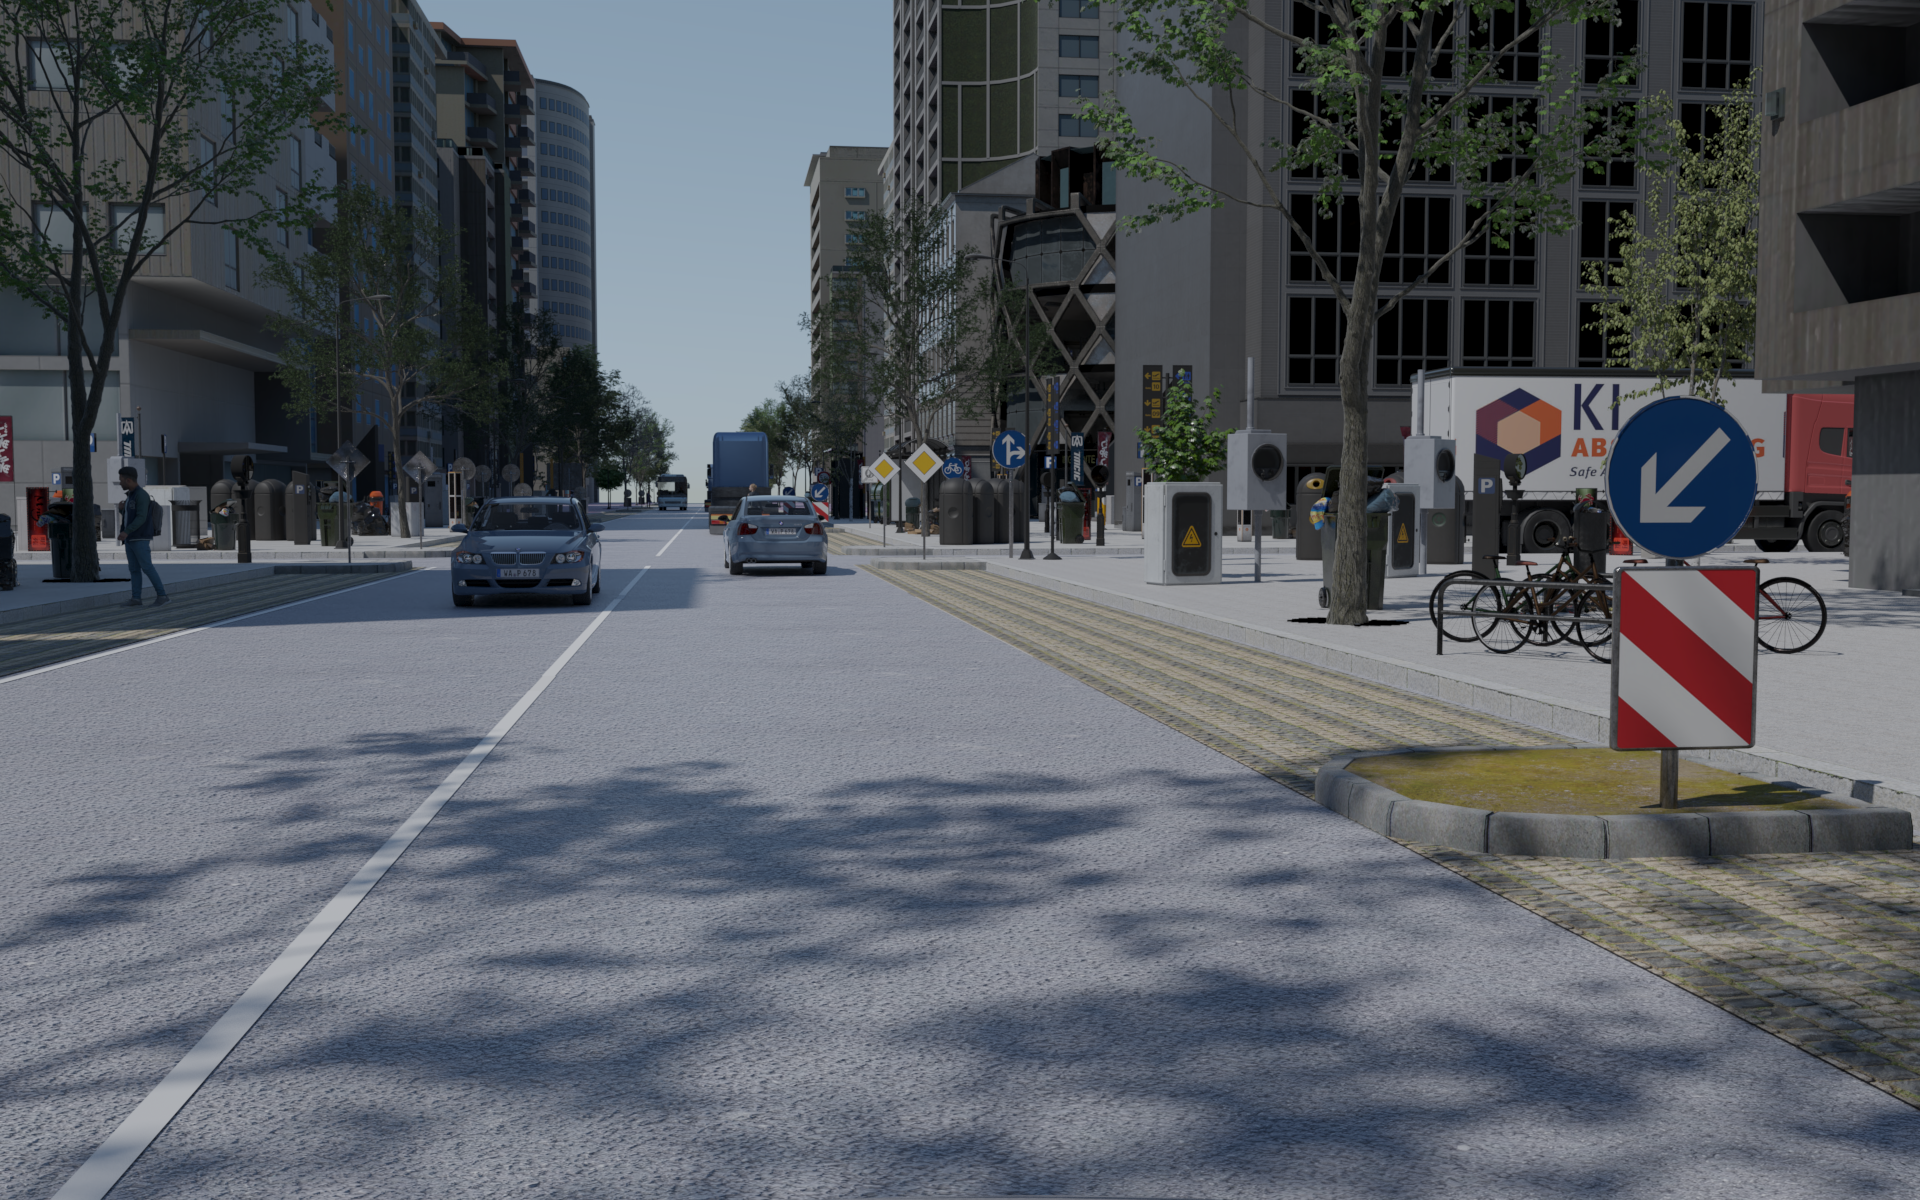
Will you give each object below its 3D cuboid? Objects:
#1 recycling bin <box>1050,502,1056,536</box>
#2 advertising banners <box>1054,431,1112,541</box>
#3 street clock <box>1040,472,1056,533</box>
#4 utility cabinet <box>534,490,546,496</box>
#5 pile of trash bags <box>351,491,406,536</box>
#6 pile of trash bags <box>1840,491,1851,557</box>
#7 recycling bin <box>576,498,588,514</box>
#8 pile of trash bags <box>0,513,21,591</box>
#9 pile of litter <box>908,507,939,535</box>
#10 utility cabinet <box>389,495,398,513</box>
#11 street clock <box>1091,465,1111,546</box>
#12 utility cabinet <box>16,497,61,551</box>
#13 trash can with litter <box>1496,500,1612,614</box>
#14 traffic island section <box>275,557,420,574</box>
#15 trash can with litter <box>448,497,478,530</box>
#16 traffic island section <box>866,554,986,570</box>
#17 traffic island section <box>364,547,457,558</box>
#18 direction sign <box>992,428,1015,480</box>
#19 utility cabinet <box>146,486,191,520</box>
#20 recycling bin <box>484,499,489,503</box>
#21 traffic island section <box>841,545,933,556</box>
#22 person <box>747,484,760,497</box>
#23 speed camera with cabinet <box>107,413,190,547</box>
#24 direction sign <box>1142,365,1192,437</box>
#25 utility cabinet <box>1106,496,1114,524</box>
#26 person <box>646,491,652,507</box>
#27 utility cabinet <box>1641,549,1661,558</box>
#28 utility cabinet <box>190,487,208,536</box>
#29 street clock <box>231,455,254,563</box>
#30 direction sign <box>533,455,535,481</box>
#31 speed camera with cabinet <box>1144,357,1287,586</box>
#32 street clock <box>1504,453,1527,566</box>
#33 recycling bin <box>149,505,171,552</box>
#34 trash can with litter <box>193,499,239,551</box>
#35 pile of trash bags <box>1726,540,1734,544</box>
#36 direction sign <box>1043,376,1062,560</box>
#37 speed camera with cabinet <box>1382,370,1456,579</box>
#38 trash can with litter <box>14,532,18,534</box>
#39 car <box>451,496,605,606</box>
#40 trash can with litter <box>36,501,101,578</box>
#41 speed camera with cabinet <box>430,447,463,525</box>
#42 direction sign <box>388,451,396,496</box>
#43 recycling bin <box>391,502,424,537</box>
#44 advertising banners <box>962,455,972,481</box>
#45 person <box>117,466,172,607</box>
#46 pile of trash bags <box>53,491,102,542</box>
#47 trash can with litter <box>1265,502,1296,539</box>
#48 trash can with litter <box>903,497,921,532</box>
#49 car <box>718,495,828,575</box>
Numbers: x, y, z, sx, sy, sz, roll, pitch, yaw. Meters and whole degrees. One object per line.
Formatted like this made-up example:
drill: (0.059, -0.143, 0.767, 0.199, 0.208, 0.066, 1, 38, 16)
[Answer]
recycling bin: (3.207, -2.459, 52.753, 0.722, 1.027, 0.722, -2, 4, -30)
advertising banners: (3.413, -3.167, 47.961, 2.074, 3.025, 0.090, -3, 4, -36)
street clock: (2.926, -3.240, 57.538, 0.471, 2.002, 0.358, -2, 4, -23)
utility cabinet: (-25.001, -5.759, 102.838, 0.318, 1.500, 1.173, -3, 5, -44)
pile of trash bags: (-18.229, -2.739, 54.538, 1.912, 1.369, 3.447, -2, 4, -25)
pile of trash bags: (18.979, -1.570, 35.417, 1.912, 1.369, 3.447, 0, 4, 3)
recycling bin: (-24.546, -6.093, 112.176, 0.722, 1.027, 0.722, 1, 4, 10)
pile of trash bags: (-13.384, -0.780, 22.508, 1.912, 1.369, 3.447, -1, 4, -22)
pile of litter: (-0.955, -2.522, 55.198, 1.176, 0.858, 1.719, -2, 4, -35)
utility cabinet: (-27.289, -4.453, 83.961, 0.306, 1.237, 1.020, 1, 4, 10)
street clock: (3.470, -2.334, 42.728, 0.471, 2.002, 0.358, 1, 4, 15)
utility cabinet: (-20.849, -1.716, 39.226, 1.020, 1.237, 0.306, 1, 4, 20)
trash can with litter: (6.646, -0.497, 19.178, 2.233, 1.210, 1.678, -2, 4, -35)
traffic island section: (-11.412, -0.615, 32.328, 2.009, 0.180, 2.903, 0, 4, -8)
trash can with litter: (-17.820, -3.100, 62.074, 0.624, 1.170, 1.055, 2, 4, 25)
traffic island section: (-0.678, -0.707, 33.844, 2.009, 0.180, 2.903, 0, 4, -8)
traffic island section: (-12.536, -1.098, 40.234, 2.009, 0.180, 2.903, 0, 4, -8)
direction sign: (1.480, -4.111, 59.208, 0.876, 3.537, 0.379, 2, 4, 27)
utility cabinet: (-20.832, -2.238, 45.265, 1.173, 1.500, 0.318, 1, 4, 9)
recycling bin: (-23.482, -4.545, 86.859, 0.722, 1.027, 0.722, -3, 5, -40)
traffic island section: (-1.802, -1.191, 41.750, 2.009, 0.180, 2.903, 0, 4, -8)
person: (-6.887, -3.016, 58.231, 0.534, 1.772, 0.576, 1, 4, 18)
speed camera with cabinet: (-19.856, -2.939, 42.387, 2.038, 3.252, 0.660, 1, 4, 19)
direction sign: (3.638, -2.352, 30.456, 0.876, 3.537, 0.379, 0, 4, -4)
utility cabinet: (6.632, -3.809, 73.444, 0.306, 1.237, 1.020, 3, 5, 44)
person: (-31.885, -10.325, 177.754, 0.568, 1.767, 0.683, 1, 4, 19)
utility cabinet: (14.051, -1.592, 34.705, 1.173, 1.500, 0.318, -3, 5, -44)
utility cabinet: (-23.462, -2.677, 52.450, 1.173, 1.500, 0.318, -3, 5, -40)
street clock: (-13.326, -1.690, 32.209, 0.358, 2.002, 0.471, 0, 4, 3)
direction sign: (-25.033, -6.698, 101.506, 0.379, 3.537, 0.876, -2, 4, -29)
speed camera with cabinet: (3.657, -1.859, 24.723, 2.038, 3.252, 0.660, -2, 4, -23)
street clock: (9.919, -1.615, 30.978, 0.358, 2.002, 0.471, 3, 5, 43)
recycling bin: (-18.116, -1.610, 38.884, 0.722, 1.027, 0.722, -2, 4, -24)
trash can with litter: (-16.971, -1.714, 39.414, 1.055, 1.170, 0.624, 1, 4, 13)
pile of trash bags: (18.524, -2.198, 45.697, 3.447, 1.369, 1.912, 1, 4, 20)
direction sign: (1.808, -2.555, 33.765, 0.379, 3.537, 0.876, -1, 4, -12)
speed camera with cabinet: (6.982, -1.999, 27.027, 2.038, 3.252, 0.660, -3, 5, -45)
trash can with litter: (-30.771, -2.775, 56.434, 1.678, 1.210, 2.233, 2, 4, 34)
car: (-5.866, -0.717, 23.734, 2.014, 1.417, 4.499, -1, 4, -9)
trash can with litter: (-13.727, -0.939, 26.742, 0.624, 1.170, 1.055, 0, 4, -6)
speed camera with cabinet: (-21.488, -4.766, 72.258, 2.038, 3.252, 0.660, 3, 5, 42)
direction sign: (-30.206, -6.124, 92.124, 0.379, 3.537, 0.876, 0, 4, 5)
recycling bin: (-16.655, -2.425, 52.208, 0.722, 1.027, 0.722, 1, 4, 13)
advertising banners: (0.954, -4.992, 77.803, 2.074, 3.025, 0.090, 2, 4, 32)
person: (-10.380, -0.796, 21.855, 0.623, 1.781, 0.721, 3, 4, 38)
pile of trash bags: (-23.855, -2.218, 46.017, 1.912, 1.369, 3.447, -2, 4, -28)
trash can with litter: (9.240, -2.324, 49.392, 1.055, 1.170, 0.624, -3, 5, -44)
trash can with litter: (-1.587, -2.896, 58.736, 0.624, 1.170, 1.055, 0, 4, 6)
car: (-3.460, -1.230, 32.117, 2.014, 1.417, 4.499, -1, 4, -10)
